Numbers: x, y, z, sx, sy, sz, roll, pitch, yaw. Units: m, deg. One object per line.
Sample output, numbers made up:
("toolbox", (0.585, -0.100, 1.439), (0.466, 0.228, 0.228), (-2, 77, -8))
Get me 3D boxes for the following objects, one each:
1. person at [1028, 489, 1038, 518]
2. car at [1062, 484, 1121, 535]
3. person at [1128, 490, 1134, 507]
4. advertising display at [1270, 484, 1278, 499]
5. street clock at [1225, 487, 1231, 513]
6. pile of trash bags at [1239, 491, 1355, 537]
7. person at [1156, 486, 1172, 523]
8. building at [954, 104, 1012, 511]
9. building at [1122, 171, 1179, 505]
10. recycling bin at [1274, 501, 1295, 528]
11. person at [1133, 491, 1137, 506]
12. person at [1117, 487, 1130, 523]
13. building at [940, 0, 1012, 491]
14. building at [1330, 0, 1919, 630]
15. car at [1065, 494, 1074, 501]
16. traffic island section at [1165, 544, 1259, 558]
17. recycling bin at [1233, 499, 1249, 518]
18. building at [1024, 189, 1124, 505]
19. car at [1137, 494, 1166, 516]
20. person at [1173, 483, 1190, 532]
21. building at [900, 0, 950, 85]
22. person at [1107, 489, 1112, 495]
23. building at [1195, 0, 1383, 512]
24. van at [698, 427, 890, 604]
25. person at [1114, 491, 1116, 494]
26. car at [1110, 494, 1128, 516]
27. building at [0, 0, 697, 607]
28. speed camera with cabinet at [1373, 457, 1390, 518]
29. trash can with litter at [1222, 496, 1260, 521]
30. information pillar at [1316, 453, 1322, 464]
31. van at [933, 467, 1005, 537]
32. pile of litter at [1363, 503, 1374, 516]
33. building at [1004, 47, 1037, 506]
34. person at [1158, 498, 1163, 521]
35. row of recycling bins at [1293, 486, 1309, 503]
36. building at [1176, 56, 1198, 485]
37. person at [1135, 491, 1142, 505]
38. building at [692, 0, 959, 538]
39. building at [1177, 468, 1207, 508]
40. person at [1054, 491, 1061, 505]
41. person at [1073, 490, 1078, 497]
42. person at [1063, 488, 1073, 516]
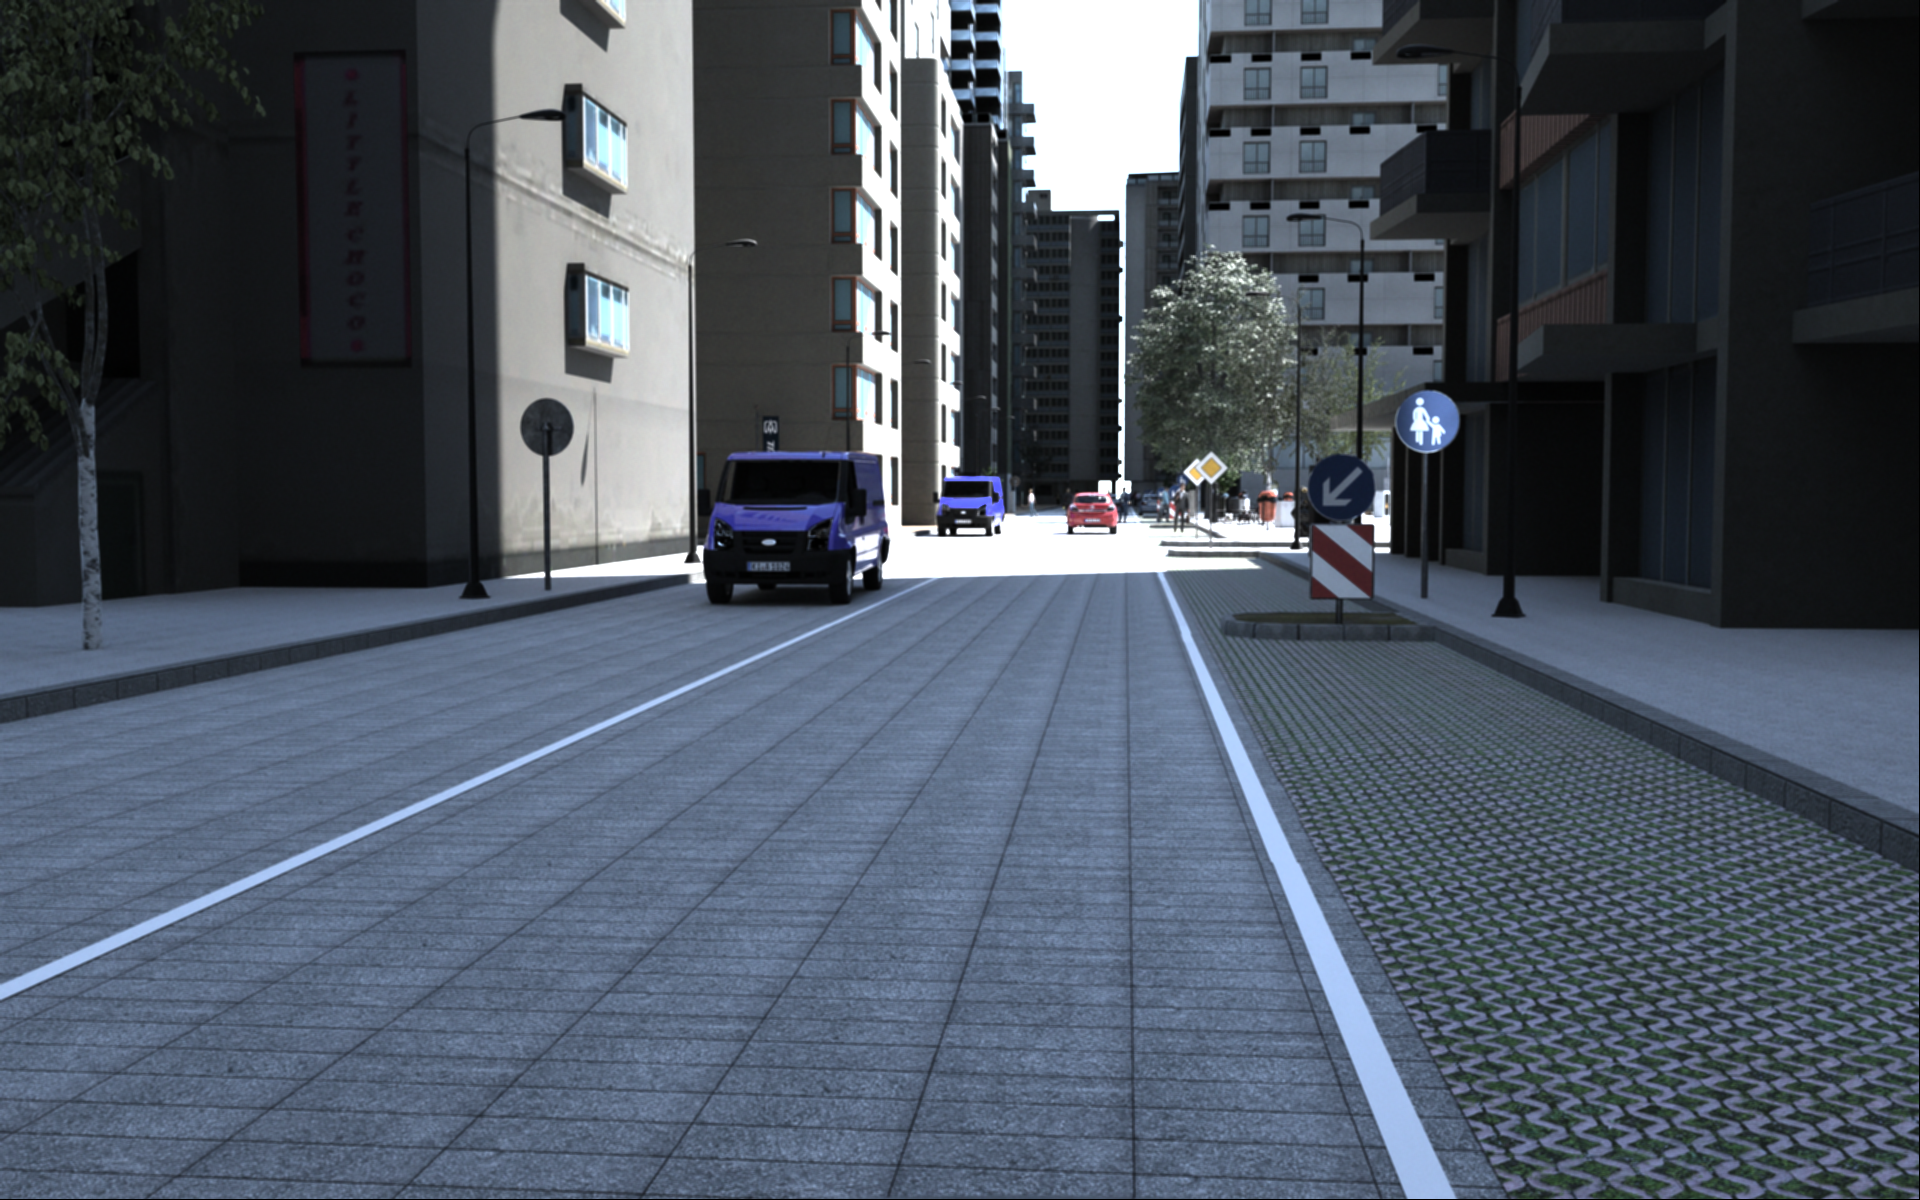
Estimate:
("person", (4.457, -5.855, 104.906), (0.598, 1.740, 0.731), (1, 4, 17))
("car", (4.779, -3.288, 62.806), (2.155, 1.783, 4.494), (0, 4, 4))
("person", (18.798, -11.103, 189.899), (0.709, 1.838, 0.599), (-2, 4, -28))
("advertising display", (20.386, -6.572, 112.670), (0.123, 1.923, 0.974), (3, 5, 40))
("street clock", (17.798, -6.770, 115.266), (0.471, 2.002, 0.358), (2, 4, 35))
("pile of trash bags", (10.401, -2.569, 51.762), (3.447, 1.369, 1.912), (3, 5, 41))
("person", (10.216, -4.782, 86.549), (0.748, 1.841, 0.638), (1, 4, 17))
("building", (-3.511, -22.034, 131.962), (14.160, 30.474, 14.107), (0, 4, 5))
("building", (27.131, -32.387, 213.119), (14.086, 41.232, 14.154), (0, 4, 5))
("recycling bin", (12.295, -3.223, 65.252), (0.722, 1.027, 0.722), (-1, 4, -11))
("person", (20.152, -11.639, 198.742), (0.705, 1.831, 1.348), (3, 5, 40))
("person", (8.049, -4.692, 85.404), (0.721, 1.800, 0.419), (3, 5, 43))
("building", (-6.126, -51.444, 153.789), (22.319, 86.520, 31.000), (0, 4, 5))
("building", (17.637, -22.503, 22.553), (22.147, 44.769, 28.867), (0, 4, 5))
("car", (11.351, -9.907, 171.013), (2.155, 1.783, 4.494), (0, 4, 4))
("traffic island section", (5.841, -1.097, 40.217), (2.009, 0.180, 2.903), (0, 4, 5))
("recycling bin", (15.022, -4.895, 92.595), (0.722, 1.027, 0.722), (2, 4, 28))
("building", (9.000, -32.519, 223.568), (23.993, 40.220, 32.217), (0, 4, 5))
("car", (12.723, -6.288, 114.813), (2.014, 1.417, 4.499), (0, 4, 5))
("person", (8.224, -3.420, 64.386), (0.622, 1.834, 0.822), (0, 3, 0))
("building", (-14.996, -31.559, 105.221), (28.713, 52.752, 27.495), (0, 4, 5))
("person", (11.039, -7.346, 128.571), (1.348, 1.831, 0.705), (1, 4, 9))
("building", (32.904, -33.573, 138.162), (28.713, 52.752, 27.495), (0, 4, 5))
("van", (-2.229, -1.224, 24.399), (2.240, 2.365, 5.245), (0, 4, 4))
("person", (17.532, -11.460, 196.593), (0.721, 1.735, 1.217), (2, 4, 24))
("car", (10.286, -6.318, 115.298), (2.014, 1.417, 4.499), (0, 4, 6))
("building", (-17.306, -24.695, 27.462), (21.600, 48.544, 21.300), (0, 4, 5))
("speed camera with cabinet", (22.789, -6.012, 92.627), (0.660, 3.252, 2.038), (2, 4, 35))
("trash can with litter", (13.558, -4.408, 83.122), (2.233, 1.210, 1.678), (0, 4, -4))
("information pillar", (20.546, -6.589, 99.091), (0.183, 3.616, 0.504), (-3, 4, -37))
("van", (0.381, -3.396, 59.902), (2.240, 2.365, 5.245), (0, 4, 6))
("pile of litter", (24.574, -5.465, 103.311), (1.719, 0.858, 1.176), (-3, 4, -39))
("building", (-7.165, -34.740, 187.607), (30.456, 49.044, 23.786), (0, 4, 5))
("person", (10.719, -4.790, 91.829), (0.382, 1.210, 0.505), (-2, 4, -34))
("row of recycling bins", (19.243, -5.112, 90.692), (3.534, 1.692, 1.069), (1, 4, 16))
("building", (34.166, -34.263, 183.900), (21.300, 48.544, 21.600), (0, 4, 5))
("person", (17.243, -9.643, 167.099), (0.756, 1.711, 0.436), (0, 4, 6))
("building", (-15.164, -13.439, 64.770), (27.650, 21.520, 28.899), (0, 4, 5))
("building", (31.270, -44.286, 162.323), (20.563, 71.187, 20.611), (0, 4, 5))
("person", (11.567, -12.009, 204.942), (1.348, 1.812, 0.705), (-3, 5, -42))
("person", (10.892, -9.331, 161.068), (1.348, 1.823, 0.705), (3, 5, 40))
("person", (7.450, -6.425, 113.771), (1.509, 1.804, 0.699), (3, 4, 37))
